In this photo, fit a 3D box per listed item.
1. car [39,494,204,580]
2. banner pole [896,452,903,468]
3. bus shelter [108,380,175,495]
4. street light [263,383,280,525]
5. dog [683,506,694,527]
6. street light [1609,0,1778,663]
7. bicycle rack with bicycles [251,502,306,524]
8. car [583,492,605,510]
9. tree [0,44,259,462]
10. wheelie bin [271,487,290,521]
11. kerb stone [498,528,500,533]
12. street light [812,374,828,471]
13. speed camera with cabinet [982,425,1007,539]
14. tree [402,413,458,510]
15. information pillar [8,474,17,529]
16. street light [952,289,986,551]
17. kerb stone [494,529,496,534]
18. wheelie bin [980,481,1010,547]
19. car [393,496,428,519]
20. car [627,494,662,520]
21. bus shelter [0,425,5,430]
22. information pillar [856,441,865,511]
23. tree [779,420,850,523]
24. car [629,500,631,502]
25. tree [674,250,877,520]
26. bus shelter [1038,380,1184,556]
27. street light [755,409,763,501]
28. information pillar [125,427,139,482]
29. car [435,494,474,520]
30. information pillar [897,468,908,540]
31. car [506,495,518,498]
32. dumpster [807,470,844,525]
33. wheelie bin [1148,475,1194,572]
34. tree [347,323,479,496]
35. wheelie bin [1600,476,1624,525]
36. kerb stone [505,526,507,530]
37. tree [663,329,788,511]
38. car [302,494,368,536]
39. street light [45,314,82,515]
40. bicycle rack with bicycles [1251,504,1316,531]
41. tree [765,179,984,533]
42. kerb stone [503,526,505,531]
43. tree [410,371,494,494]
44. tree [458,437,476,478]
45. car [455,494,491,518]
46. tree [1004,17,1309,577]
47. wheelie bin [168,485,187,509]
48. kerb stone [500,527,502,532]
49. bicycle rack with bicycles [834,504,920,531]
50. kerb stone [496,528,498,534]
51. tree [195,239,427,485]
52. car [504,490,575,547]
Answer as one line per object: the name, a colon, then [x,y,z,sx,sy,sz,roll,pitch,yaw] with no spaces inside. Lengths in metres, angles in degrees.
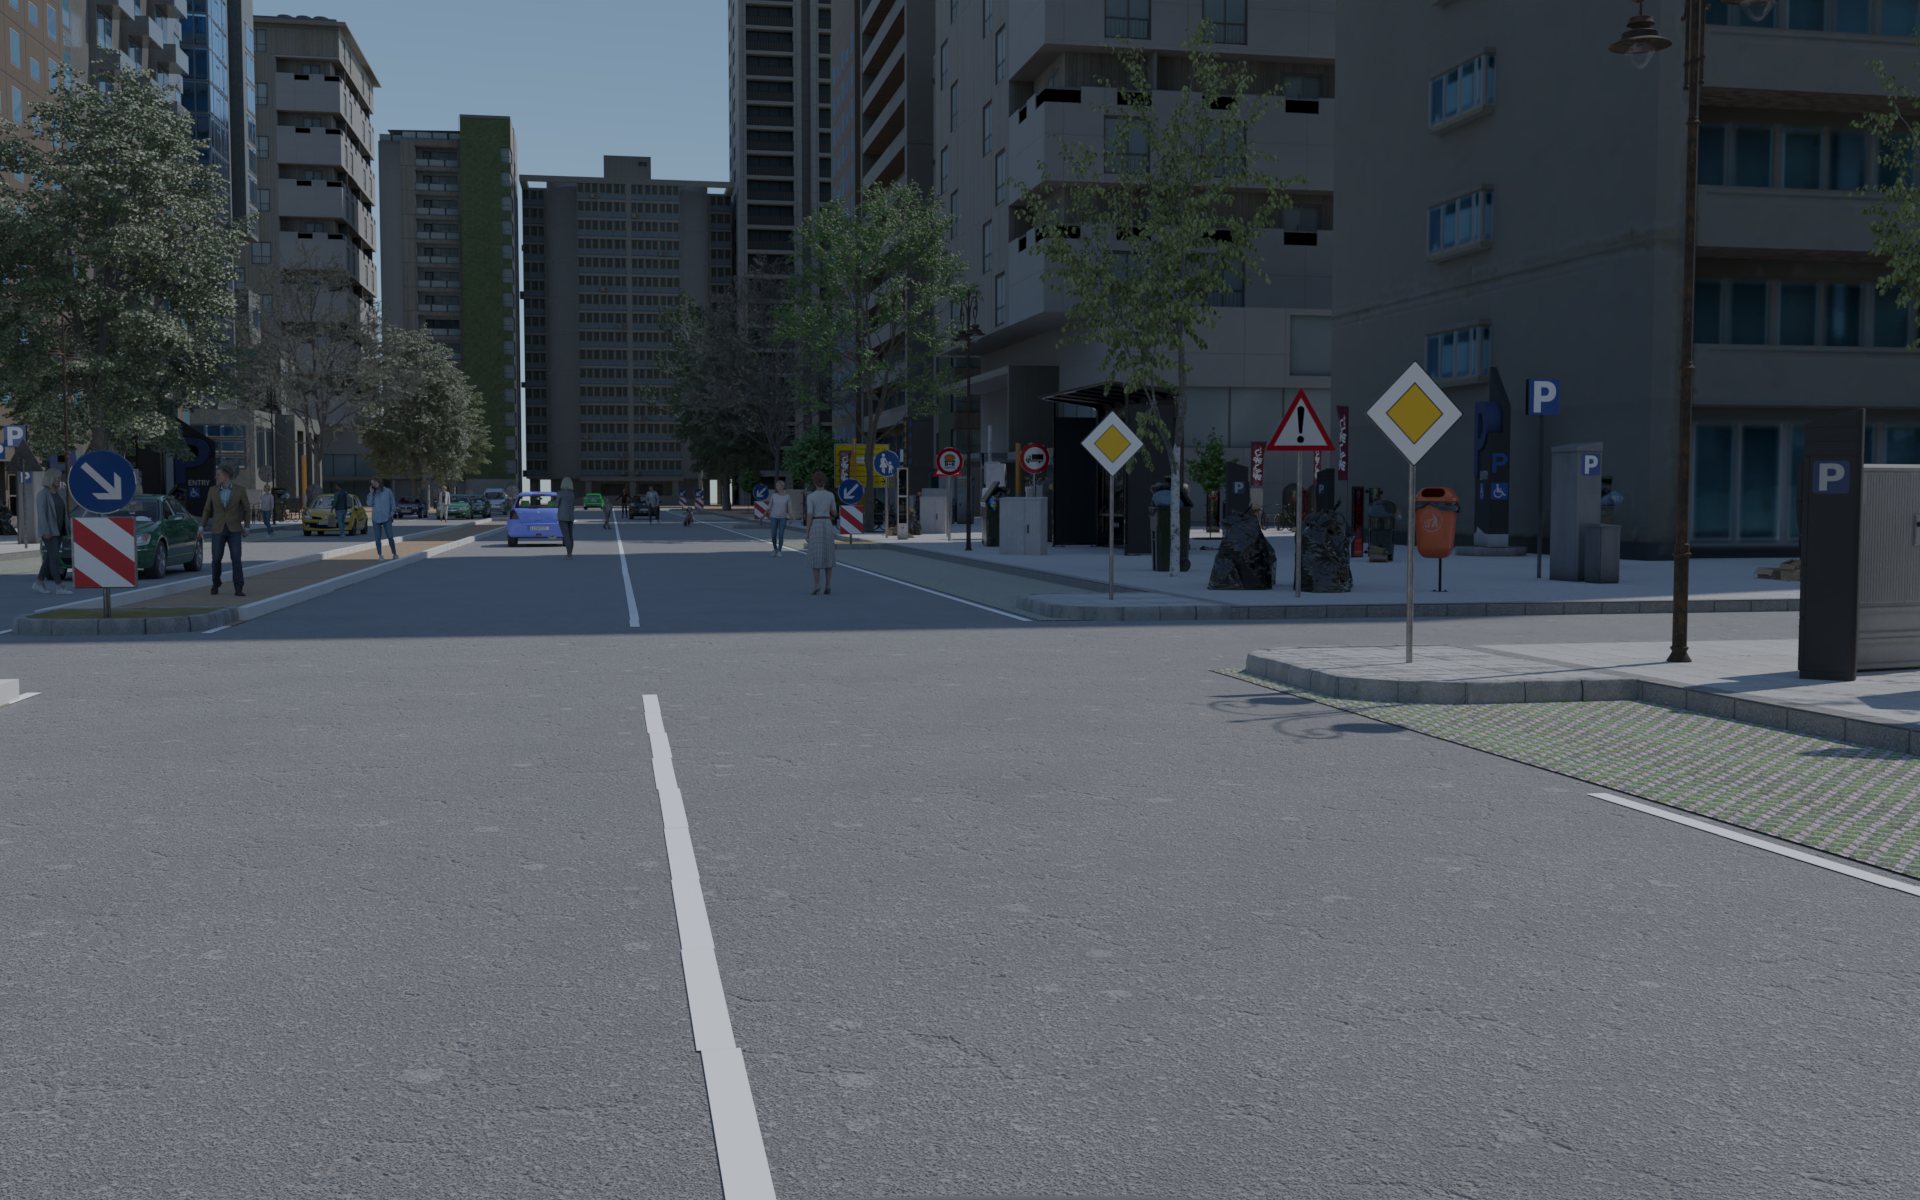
car: [-14.690,-1.147,30.550,2.131,1.459,4.920,-1,4,-12]
banner pole: [-2.887,-6.087,89.543,0.863,3.779,0.401,0,4,-6]
bus shelter: [-29.196,-5.181,62.335,2.179,5.291,8.768,-1,4,-11]
street light: [-28.672,-6.083,72.245,0.468,5.910,1.993,-1,4,-11]
dog: [-11.971,-3.648,76.486,0.513,0.831,0.800,0,4,7]
street light: [5.504,-2.464,13.078,0.468,5.910,1.993,-1,4,-11]
bicycle rack with bicycles: [-30.964,-3.962,78.167,2.925,0.926,2.852,3,4,37]
car: [-33.566,-9.177,158.834,1.959,1.807,4.718,-1,4,-10]
tree: [-25.403,-8.816,50.797,9.857,13.997,8.962,0,3,0]
wheelie bin: [-32.377,-4.556,82.401,0.980,1.594,0.693,-2,4,-28]
kerb stone: [-16.742,-2.452,62.324,0.120,0.150,1.000,-1,4,-11]
street light: [-5.424,-5.769,67.110,0.468,5.910,1.993,-1,4,-11]
speed camera with cabinet: [0.982,-3.353,49.161,0.660,3.252,2.038,0,4,5]
tree: [-42.388,-11.426,137.177,4.360,8.622,3.978,0,3,0]
information pillar: [-35.218,-3.671,64.509,0.304,2.012,0.304,-1,4,-11]
street light: [0.195,-4.060,39.172,0.468,5.910,1.993,-1,4,-11]
kerb stone: [-16.336,-2.329,60.309,0.120,0.150,1.000,-1,4,-11]
wheelie bin: [0.878,-2.109,42.393,0.693,1.594,0.980,-1,4,-11]
car: [-32.670,-5.524,102.897,1.945,1.354,3.894,-1,4,-10]
car: [-17.987,-5.438,98.690,2.009,1.686,4.222,-1,4,-10]
bus shelter: [-22.624,-2.657,37.371,2.014,3.302,5.546,-1,4,-11]
information pillar: [-4.239,-4.958,72.416,0.504,3.616,0.183,-1,4,-19]
tree: [-6.297,-5.704,76.969,4.285,4.588,4.351,0,3,0]
car: [-21.189,-6.506,116.152,2.009,1.686,4.222,-1,4,-11]
tree: [-9.262,-10.812,87.149,12.009,13.543,11.850,0,3,0]
bus shelter: [3.331,-2.922,39.051,1.731,3.624,6.357,-1,4,-11]
street light: [-10.980,-7.452,94.620,0.468,5.910,1.993,-1,4,-11]
information pillar: [-27.329,-4.023,57.137,0.504,3.616,0.183,1,4,17]
car: [-28.411,-5.240,97.476,2.131,1.459,4.920,-1,4,-12]
information pillar: [-1.618,-2.704,48.706,0.304,2.012,0.304,0,4,-5]
car: [-36.320,-7.793,139.780,2.083,1.381,4.827,-1,4,-11]
dumpster: [-5.500,-4.230,71.651,1.502,2.255,1.985,-1,4,-12]
wheelie bin: [3.490,-1.278,28.798,0.693,1.594,0.980,0,4,-5]
tree: [-40.261,-13.508,127.516,9.857,13.997,8.962,0,3,0]
wheelie bin: [11.038,-1.361,30.158,0.980,1.594,0.693,1,4,9]
kerb stone: [-17.551,-2.700,66.338,0.120,0.150,1.000,-1,4,-11]
tree: [-17.879,-13.863,133.313,9.857,13.997,8.962,0,3,0]
car: [-21.761,-3.065,60.342,2.015,1.641,3.980,-1,4,-11]
street light: [-23.097,-4.401,44.739,0.468,5.910,1.993,-1,4,-11]
bicycle rack with bicycles: [11.692,-2.907,60.911,2.852,0.926,2.925,0,4,-7]
tree: [-2.930,-8.042,57.236,9.928,11.665,9.643,0,3,0]
kerb stone: [-17.353,-2.639,65.335,0.120,0.150,1.000,-1,4,-11]
tree: [-46.502,-14.683,158.198,7.486,12.596,7.792,0,3,0]
tree: [-48.304,-13.166,165.631,4.360,8.622,3.978,0,3,0]
car: [-29.500,-5.700,104.988,2.131,1.459,4.920,-1,4,-10]
tree: [3.101,-4.667,26.667,4.737,8.622,4.395,0,3,0]
wheelie bin: [-25.862,-3.013,57.170,0.693,1.594,0.980,-2,4,-28]
kerb stone: [-16.948,-2.516,63.325,0.120,0.150,1.000,-1,4,-11]
bicycle rack with bicycles: [-2.681,-2.903,60.839,2.925,0.926,2.852,1,4,14]
kerb stone: [-16.548,-2.393,61.320,0.120,0.150,1.000,-1,4,-11]
tree: [-31.048,-10.579,83.331,12.009,13.543,11.850,0,3,0]
car: [-11.740,-2.370,48.335,1.945,1.707,3.694,-1,4,-13]
